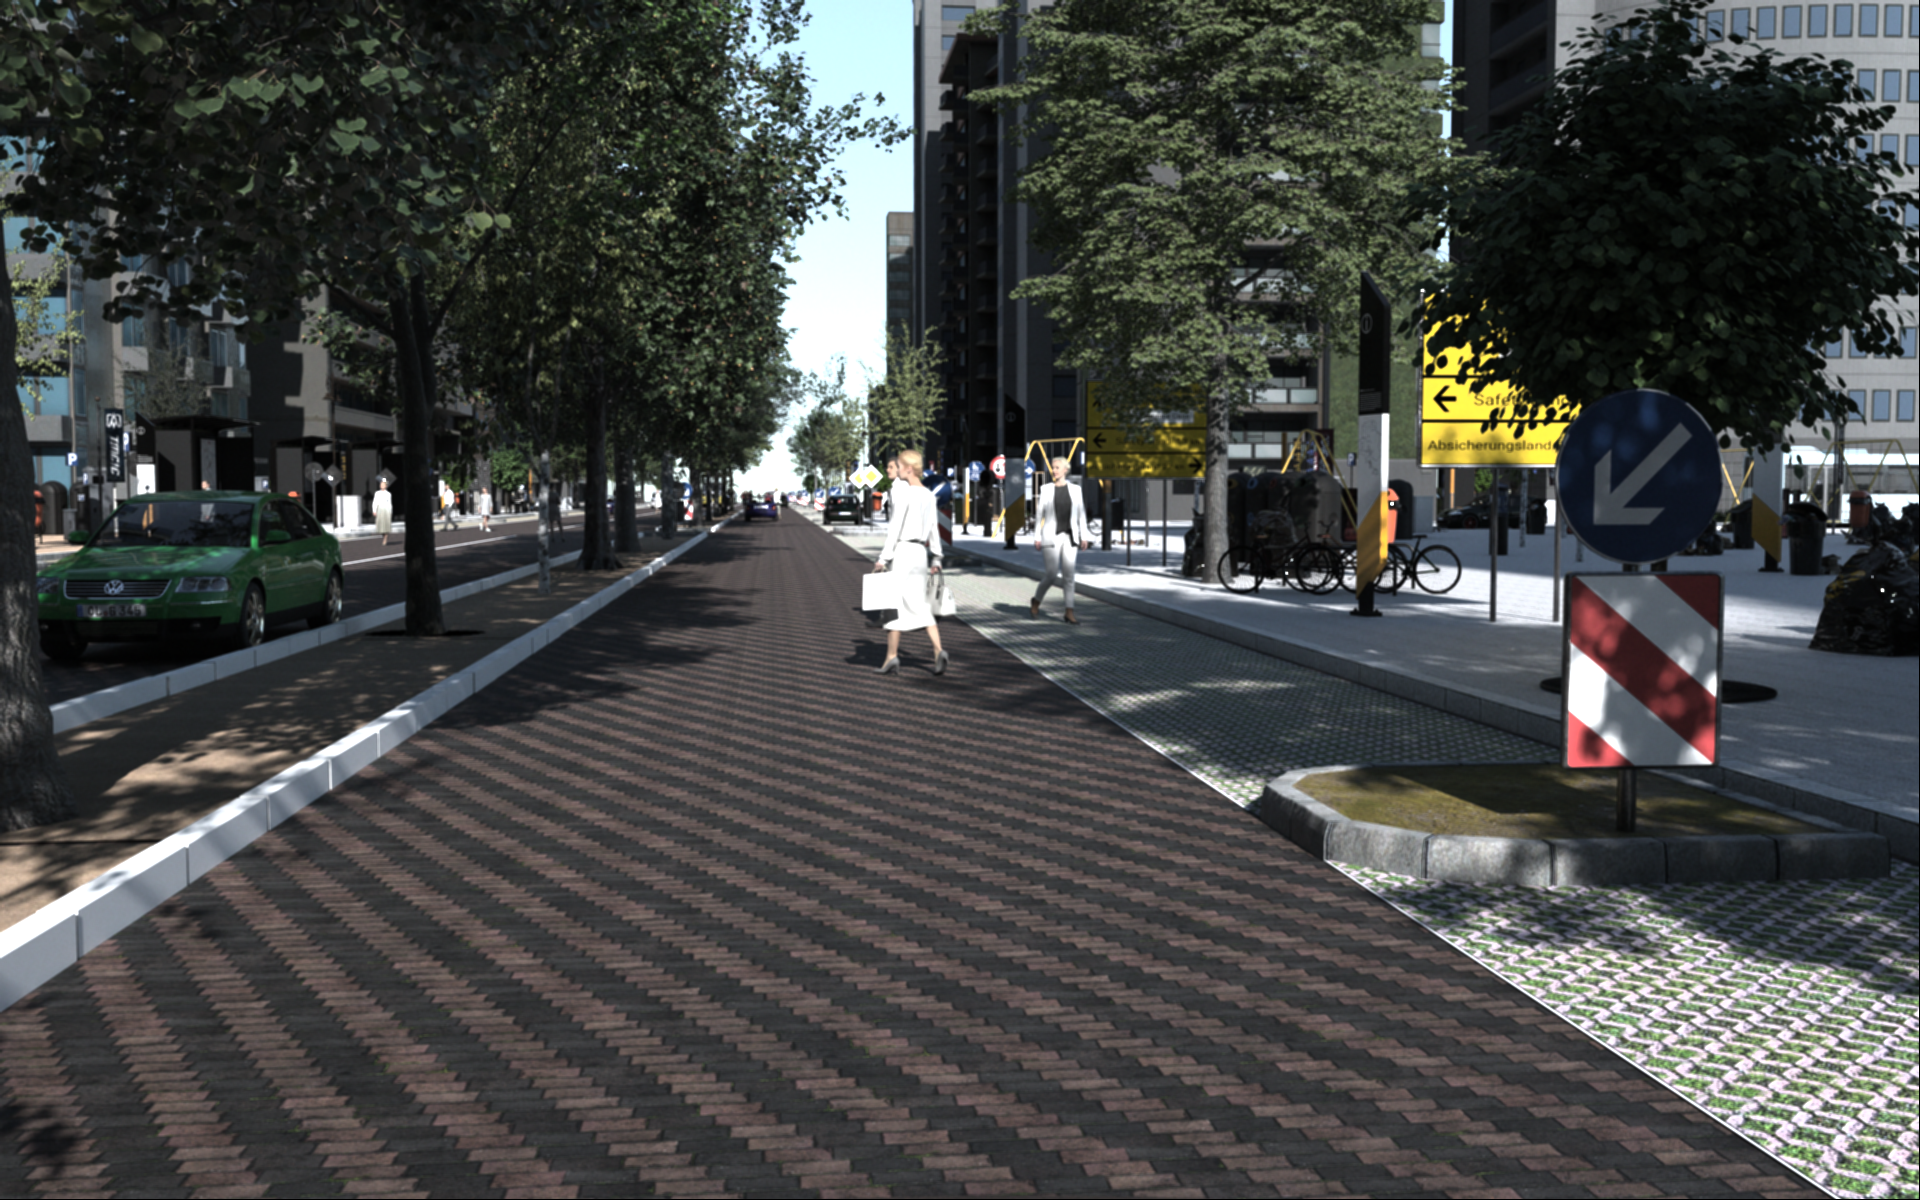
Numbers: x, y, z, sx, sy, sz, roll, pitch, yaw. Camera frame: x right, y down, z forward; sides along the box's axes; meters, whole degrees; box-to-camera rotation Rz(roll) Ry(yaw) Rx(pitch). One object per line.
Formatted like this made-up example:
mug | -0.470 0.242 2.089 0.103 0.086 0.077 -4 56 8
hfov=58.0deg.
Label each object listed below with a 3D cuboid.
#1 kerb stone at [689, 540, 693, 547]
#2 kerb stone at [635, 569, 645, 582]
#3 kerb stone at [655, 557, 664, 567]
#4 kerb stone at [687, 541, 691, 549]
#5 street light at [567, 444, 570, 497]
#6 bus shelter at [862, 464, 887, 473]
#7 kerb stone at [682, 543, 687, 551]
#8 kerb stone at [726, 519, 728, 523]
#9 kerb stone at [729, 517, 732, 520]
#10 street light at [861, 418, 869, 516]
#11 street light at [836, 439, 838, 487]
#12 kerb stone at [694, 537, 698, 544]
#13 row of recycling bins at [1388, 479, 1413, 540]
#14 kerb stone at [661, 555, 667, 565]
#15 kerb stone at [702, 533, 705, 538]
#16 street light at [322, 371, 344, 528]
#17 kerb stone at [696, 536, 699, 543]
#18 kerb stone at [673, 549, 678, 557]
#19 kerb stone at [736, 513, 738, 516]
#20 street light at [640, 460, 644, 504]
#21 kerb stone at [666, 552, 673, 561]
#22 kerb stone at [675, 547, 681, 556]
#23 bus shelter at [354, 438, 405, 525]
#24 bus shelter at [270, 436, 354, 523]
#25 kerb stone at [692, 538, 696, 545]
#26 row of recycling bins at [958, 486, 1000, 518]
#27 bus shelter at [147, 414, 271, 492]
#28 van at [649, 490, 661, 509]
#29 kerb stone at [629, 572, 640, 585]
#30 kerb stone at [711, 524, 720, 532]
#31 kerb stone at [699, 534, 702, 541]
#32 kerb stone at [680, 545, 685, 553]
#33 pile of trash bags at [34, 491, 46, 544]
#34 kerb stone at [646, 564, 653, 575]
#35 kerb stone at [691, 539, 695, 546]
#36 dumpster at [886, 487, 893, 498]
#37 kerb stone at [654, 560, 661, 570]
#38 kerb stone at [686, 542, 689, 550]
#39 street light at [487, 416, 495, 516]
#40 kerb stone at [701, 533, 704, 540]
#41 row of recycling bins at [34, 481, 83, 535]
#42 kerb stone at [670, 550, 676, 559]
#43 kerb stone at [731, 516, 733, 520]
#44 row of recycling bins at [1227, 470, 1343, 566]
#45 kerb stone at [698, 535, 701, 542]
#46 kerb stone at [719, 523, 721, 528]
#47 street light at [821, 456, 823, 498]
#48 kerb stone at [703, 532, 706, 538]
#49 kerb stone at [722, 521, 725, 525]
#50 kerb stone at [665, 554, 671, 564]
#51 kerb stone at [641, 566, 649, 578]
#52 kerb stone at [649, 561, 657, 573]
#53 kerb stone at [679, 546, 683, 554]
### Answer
kerb stone | -7.173 -1.423 45.551 0.120 0.150 1.000 0 4 -6
kerb stone | -5.269 -0.368 28.214 0.120 0.150 1.000 0 4 -6
kerb stone | -5.843 -0.676 33.324 0.120 0.150 1.000 0 4 -6
kerb stone | -7.061 -1.366 44.528 0.120 0.150 1.000 0 4 -6
street light | -32.099 -10.338 141.815 0.468 5.910 1.993 0 4 -6
bus shelter | -6.694 -8.913 137.012 1.731 3.624 6.357 0 4 -6
kerb stone | -6.838 -1.237 42.484 0.120 0.150 1.000 0 4 -6
kerb stone | -11.026 -3.581 80.741 0.120 0.150 1.000 0 4 -6
kerb stone | -11.911 -4.079 88.884 0.120 0.150 1.000 0 4 -6
street light | -5.722 -7.988 103.383 0.468 5.910 1.993 0 4 -6
street light | -10.074 -10.312 141.385 0.468 5.910 1.993 0 4 -6
kerb stone | -7.505 -1.614 48.612 0.120 0.150 1.000 0 4 -6
row of recycling bins | 12.659 -2.644 50.340 1.069 1.692 3.534 1 4 11
kerb stone | -5.960 -0.743 34.347 0.120 0.150 1.000 0 4 -6
kerb stone | -8.061 -1.927 53.700 0.120 0.150 1.000 0 4 -6
street light | -23.604 -5.660 65.328 0.468 5.910 1.993 0 4 -6
kerb stone | -7.622 -1.678 49.627 0.120 0.150 1.000 0 4 -6
kerb stone | -6.395 -0.992 38.415 0.120 0.150 1.000 0 4 -6
kerb stone | -13.594 -5.010 104.167 0.120 0.150 1.000 0 4 -6
street light | -41.095 -15.369 224.072 0.468 5.910 1.993 0 4 -6
kerb stone | -6.167 -0.866 36.381 0.120 0.150 1.000 0 4 -6
kerb stone | -6.507 -1.054 39.432 0.120 0.150 1.000 0 4 -6
bus shelter | -25.302 -5.174 75.877 1.731 3.624 6.357 0 4 -6
bus shelter | -27.257 -4.983 72.762 1.731 3.624 6.357 0 4 -6
kerb stone | -7.396 -1.551 47.596 0.120 0.150 1.000 0 4 -6
row of recycling bins | 0.982 -5.392 95.273 1.069 1.692 3.534 -3 4 -37
bus shelter | -23.291 -3.820 53.736 1.731 3.624 6.357 0 4 -6
van | -30.102 -10.176 173.392 2.013 2.044 4.112 -1 4 -8
kerb stone | -5.167 -0.306 27.197 0.120 0.150 1.000 0 4 -6
kerb stone | -9.685 -2.829 68.502 0.120 0.150 1.000 0 4 -6
kerb stone | -7.843 -1.802 51.660 0.120 0.150 1.000 0 4 -6
kerb stone | -6.728 -1.172 41.468 0.120 0.150 1.000 0 4 -6
pile of trash bags | -24.967 -2.128 44.550 3.447 1.369 1.912 1 4 17
kerb stone | -5.503 -0.484 30.263 0.120 0.150 1.000 0 4 -6
kerb stone | -7.288 -1.491 46.571 0.120 0.150 1.000 0 4 -6
dumpster | -3.942 -6.296 108.693 1.264 1.857 1.865 0 4 -6
kerb stone | -5.725 -0.614 32.303 0.120 0.150 1.000 0 4 -6
kerb stone | -6.947 -1.303 43.507 0.120 0.150 1.000 0 4 -6
street light | -27.902 -7.985 103.335 0.468 5.910 1.993 0 4 -6
kerb stone | -7.954 -1.865 52.684 0.120 0.150 1.000 0 4 -6
row of recycling bins | -28.848 -2.896 54.463 3.534 1.692 1.069 0 4 7
kerb stone | -6.283 -0.930 37.399 0.120 0.150 1.000 0 4 -6
kerb stone | -12.143 -4.197 90.921 0.120 0.150 1.000 0 4 -6
row of recycling bins | 5.804 -1.500 31.633 1.069 1.692 3.534 -1 4 -20
kerb stone | -7.732 -1.740 50.644 0.120 0.150 1.000 0 4 -6
kerb stone | -9.903 -2.953 70.534 0.120 0.150 1.000 0 4 -6
street light | -14.284 -12.664 179.847 0.468 5.910 1.993 0 4 -6
kerb stone | -8.182 -1.987 54.716 0.120 0.150 1.000 0 4 -6
kerb stone | -10.460 -3.269 75.638 0.120 0.150 1.000 0 4 -6
kerb stone | -6.050 -0.806 35.366 0.120 0.150 1.000 0 4 -6
kerb stone | -5.389 -0.431 29.241 0.120 0.150 1.000 0 4 -6
kerb stone | -5.606 -0.556 31.288 0.120 0.150 1.000 0 4 -6
kerb stone | -6.620 -1.112 40.448 0.120 0.150 1.000 0 4 -6
